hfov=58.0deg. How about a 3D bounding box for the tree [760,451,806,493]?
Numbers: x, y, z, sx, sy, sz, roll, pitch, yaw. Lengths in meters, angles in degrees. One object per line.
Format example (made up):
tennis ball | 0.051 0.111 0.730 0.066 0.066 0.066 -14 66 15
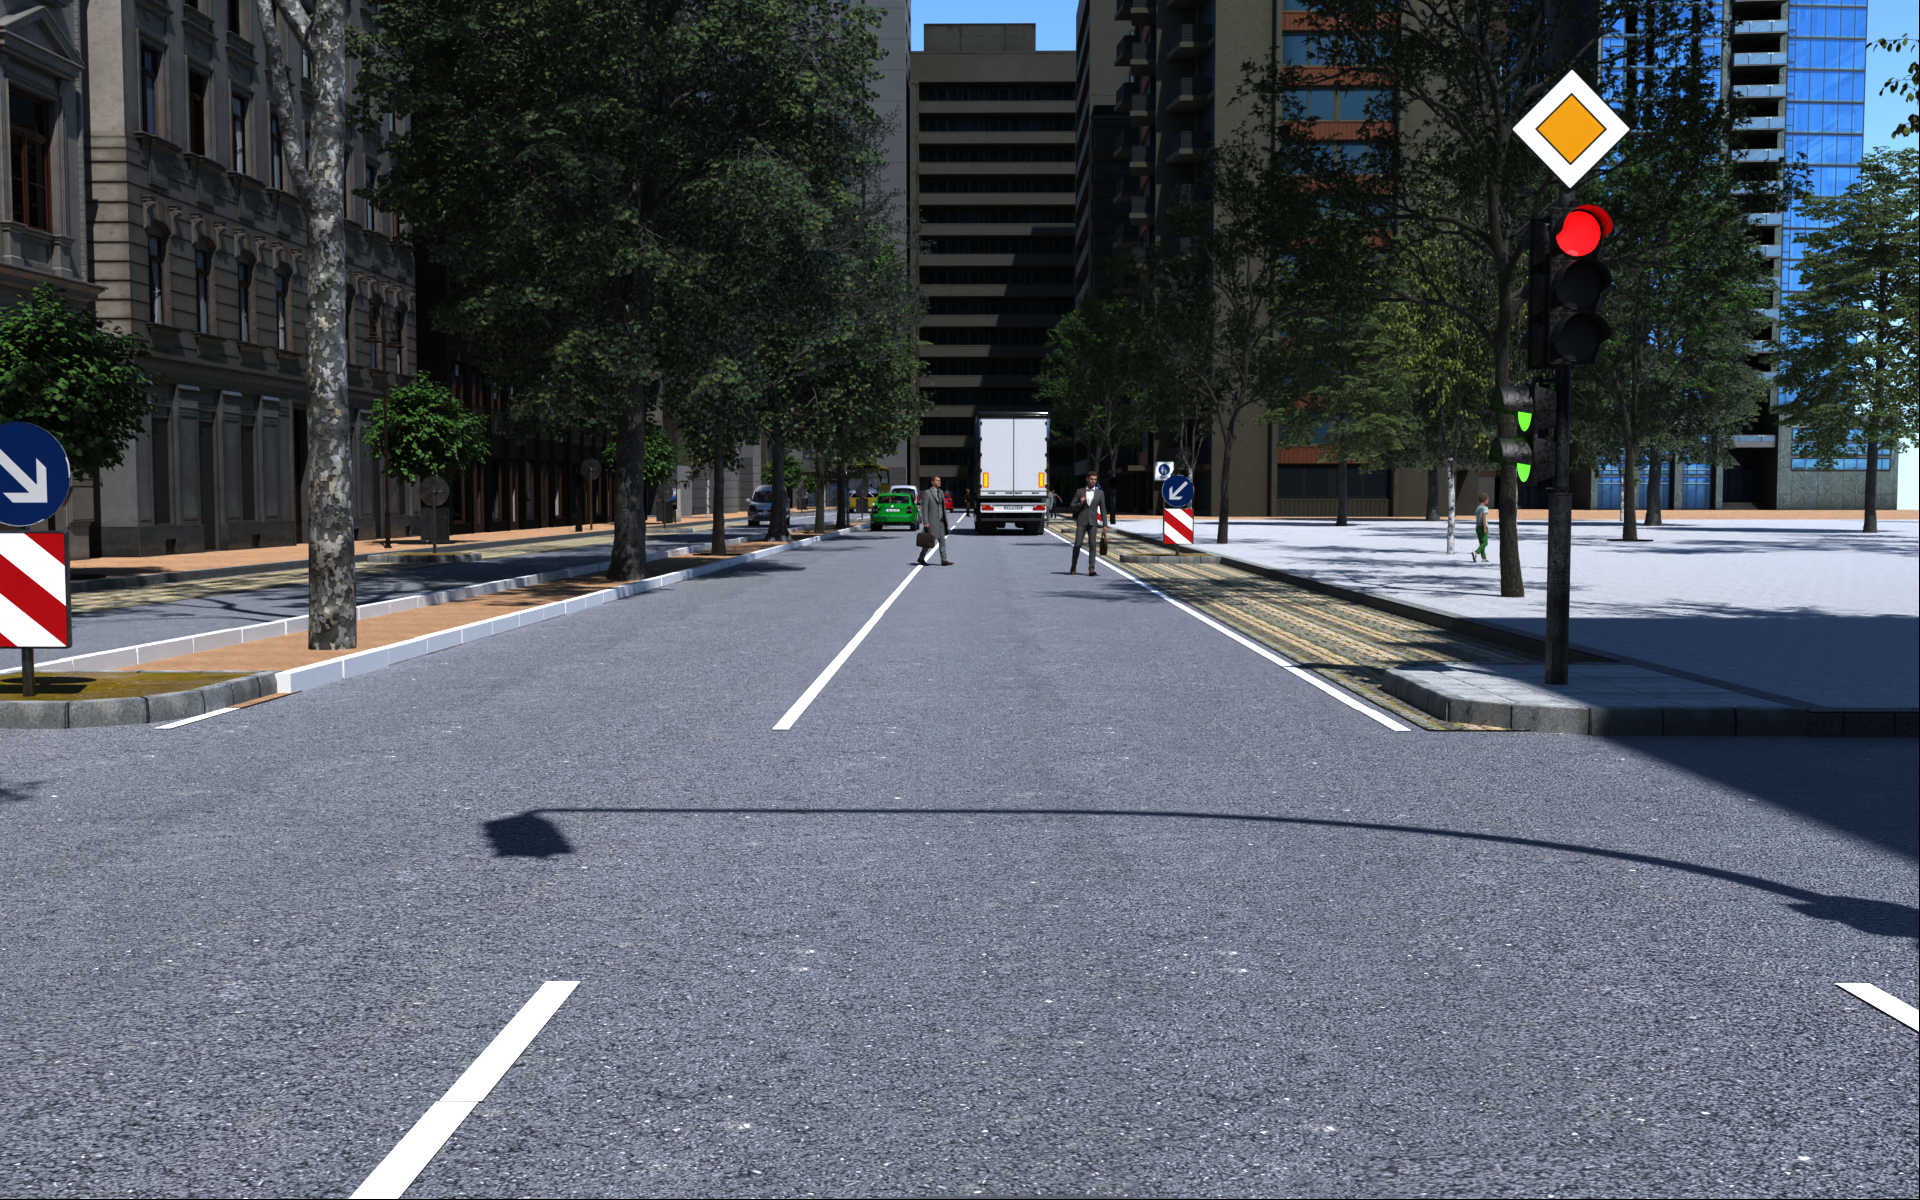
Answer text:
tree | -12.470 -8.540 123.335 4.285 4.588 4.351 0 3 0

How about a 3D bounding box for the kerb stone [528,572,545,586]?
kerb stone | -6.755 -0.310 27.261 0.120 0.150 1.000 0 4 1

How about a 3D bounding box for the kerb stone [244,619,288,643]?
kerb stone | -6.892 0.322 17.017 0.120 0.150 1.000 0 4 1

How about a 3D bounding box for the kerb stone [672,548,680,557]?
kerb stone | -6.605 -1.064 39.594 0.120 0.150 1.000 0 4 1

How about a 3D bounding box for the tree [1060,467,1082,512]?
tree | 7.564 -7.870 123.283 1.663 3.219 1.824 0 3 0

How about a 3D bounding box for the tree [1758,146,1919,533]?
tree | 30.309 -8.471 56.630 7.486 12.596 7.792 0 3 0

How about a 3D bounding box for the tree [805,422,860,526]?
tree | -5.026 -7.623 77.451 4.360 8.622 3.978 0 3 0

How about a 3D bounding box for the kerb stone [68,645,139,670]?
kerb stone | -6.931 0.505 13.935 0.120 0.150 1.000 0 4 1

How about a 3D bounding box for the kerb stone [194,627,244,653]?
kerb stone | -6.907 0.379 15.994 0.120 0.150 1.000 0 4 1

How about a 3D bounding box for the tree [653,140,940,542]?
tree | -5.479 -8.103 51.957 9.611 12.733 9.660 0 3 0

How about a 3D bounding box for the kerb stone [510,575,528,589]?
kerb stone | -6.771 -0.247 26.237 0.120 0.150 1.000 0 4 1

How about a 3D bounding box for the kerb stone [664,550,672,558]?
kerb stone | -6.613 -1.002 38.572 0.120 0.150 1.000 0 4 1

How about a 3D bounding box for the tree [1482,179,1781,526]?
tree | 28.011 -9.955 69.421 9.857 13.997 8.962 0 3 0

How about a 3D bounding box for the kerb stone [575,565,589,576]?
kerb stone | -6.727 -0.495 30.340 0.120 0.150 1.000 0 4 1

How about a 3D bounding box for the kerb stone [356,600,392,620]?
kerb stone | -6.844 0.129 20.084 0.120 0.150 1.000 0 4 1

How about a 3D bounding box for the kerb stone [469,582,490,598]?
kerb stone | -6.799 -0.118 24.184 0.120 0.150 1.000 0 4 1

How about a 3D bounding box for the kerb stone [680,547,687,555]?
kerb stone | -6.597 -1.121 40.620 0.120 0.150 1.000 0 4 1

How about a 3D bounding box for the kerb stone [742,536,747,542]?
kerb stone | -6.458 -1.751 50.865 0.120 0.150 1.000 0 4 1

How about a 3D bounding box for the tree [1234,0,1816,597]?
tree | 6.579 -5.322 21.434 7.601 10.594 8.767 1 4 17

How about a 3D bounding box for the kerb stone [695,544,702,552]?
kerb stone | -6.555 -1.252 42.666 0.120 0.150 1.000 0 4 1

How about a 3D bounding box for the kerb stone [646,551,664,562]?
kerb stone | -6.627 -0.938 37.539 0.120 0.150 1.000 0 4 1

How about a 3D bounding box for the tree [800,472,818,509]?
tree | -13.131 -9.546 150.673 1.663 3.219 1.824 0 3 0

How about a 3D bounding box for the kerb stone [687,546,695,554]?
kerb stone | -6.577 -1.190 41.644 0.120 0.150 1.000 0 4 1

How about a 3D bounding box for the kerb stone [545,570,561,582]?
kerb stone | -6.746 -0.372 28.283 0.120 0.150 1.000 0 4 1

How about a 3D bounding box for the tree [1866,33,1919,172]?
tree | 9.842 -3.893 14.010 4.737 8.622 4.395 0 3 0

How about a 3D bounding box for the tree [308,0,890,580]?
tree | -5.545 -7.305 28.554 9.857 13.997 8.962 0 3 0

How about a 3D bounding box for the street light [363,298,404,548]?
street light | -13.598 -4.172 40.995 0.468 5.910 1.993 0 4 1

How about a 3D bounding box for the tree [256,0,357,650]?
tree | -6.995 -9.658 16.251 12.611 20.169 13.585 0 3 0

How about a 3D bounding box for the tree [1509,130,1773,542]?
tree | 18.233 -7.415 46.998 9.928 11.665 9.643 0 3 0

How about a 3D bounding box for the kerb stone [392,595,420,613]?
kerb stone | -6.833 0.066 21.110 0.120 0.150 1.000 0 4 1

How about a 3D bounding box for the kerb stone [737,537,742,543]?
kerb stone | -6.476 -1.683 49.836 0.120 0.150 1.000 0 4 1

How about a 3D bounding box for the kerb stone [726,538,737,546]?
kerb stone | -6.487 -1.628 48.813 0.120 0.150 1.000 0 4 1

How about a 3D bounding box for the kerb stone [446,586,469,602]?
kerb stone | -6.813 -0.055 23.162 0.120 0.150 1.000 0 4 1

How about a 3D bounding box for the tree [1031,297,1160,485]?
tree | 7.236 -10.090 90.734 9.928 11.665 9.643 0 3 0

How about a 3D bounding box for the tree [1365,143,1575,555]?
tree | 10.400 -5.257 36.319 4.737 8.622 4.395 0 3 0

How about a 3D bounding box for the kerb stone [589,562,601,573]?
kerb stone | -6.713 -0.555 31.362 0.120 0.150 1.000 0 4 1

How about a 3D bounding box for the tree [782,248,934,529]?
tree | -4.962 -9.187 70.800 7.486 12.596 7.792 0 3 0

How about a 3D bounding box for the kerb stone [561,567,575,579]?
kerb stone | -6.732 -0.430 29.310 0.120 0.150 1.000 0 4 1

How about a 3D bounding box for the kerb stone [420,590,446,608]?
kerb stone | -6.820 0.004 22.132 0.120 0.150 1.000 0 4 1

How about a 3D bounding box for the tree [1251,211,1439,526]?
tree | 15.357 -9.267 69.640 7.486 12.596 7.792 0 3 0

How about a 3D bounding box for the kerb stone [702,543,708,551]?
kerb stone | -6.548 -1.312 43.688 0.120 0.150 1.000 0 4 1

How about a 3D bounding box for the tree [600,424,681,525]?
tree | -13.534 -5.492 73.502 4.285 4.588 4.351 0 3 0

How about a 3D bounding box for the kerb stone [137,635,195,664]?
kerb stone | -6.916 0.442 14.962 0.120 0.150 1.000 0 4 1

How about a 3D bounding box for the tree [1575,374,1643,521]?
tree | 31.094 -8.026 81.586 4.737 8.622 4.395 0 3 0

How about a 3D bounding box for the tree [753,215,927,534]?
tree | -4.946 -8.173 61.835 9.928 11.665 9.643 0 3 0

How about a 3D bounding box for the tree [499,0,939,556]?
tree | -5.560 -7.753 39.582 12.009 13.543 11.850 0 3 0

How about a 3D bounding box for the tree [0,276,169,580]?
tree | -13.735 -2.604 26.293 4.285 4.588 4.351 0 3 0

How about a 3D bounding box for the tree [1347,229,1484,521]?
tree | 22.212 -10.685 81.347 9.857 13.997 8.962 0 3 0

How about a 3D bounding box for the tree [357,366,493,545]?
tree | -13.862 -3.723 44.583 4.285 4.588 4.351 0 3 0

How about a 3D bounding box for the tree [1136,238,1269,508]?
tree | 6.941 -6.139 50.729 4.360 8.622 3.978 0 3 0

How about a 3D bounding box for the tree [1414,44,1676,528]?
tree | 9.344 -4.793 28.720 4.360 8.622 3.978 0 3 0

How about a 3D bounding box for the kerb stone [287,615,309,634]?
kerb stone | -6.871 0.254 18.038 0.120 0.150 1.000 0 4 1

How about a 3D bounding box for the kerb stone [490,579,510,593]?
kerb stone | -6.793 -0.185 25.215 0.120 0.150 1.000 0 4 1

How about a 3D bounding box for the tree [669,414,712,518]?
tree | -13.407 -8.645 91.711 4.360 8.622 3.978 0 3 0

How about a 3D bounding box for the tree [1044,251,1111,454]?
tree | 6.709 -6.714 44.191 8.767 10.594 7.601 1 4 10

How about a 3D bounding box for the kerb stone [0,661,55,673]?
kerb stone | -6.940 0.571 12.913 0.120 0.150 1.000 0 4 1

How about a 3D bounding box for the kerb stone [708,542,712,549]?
kerb stone | -6.536 -1.377 44.711 0.120 0.150 1.000 0 4 1

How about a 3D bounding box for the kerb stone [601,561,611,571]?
kerb stone | -6.692 -0.622 32.394 0.120 0.150 1.000 0 4 1
